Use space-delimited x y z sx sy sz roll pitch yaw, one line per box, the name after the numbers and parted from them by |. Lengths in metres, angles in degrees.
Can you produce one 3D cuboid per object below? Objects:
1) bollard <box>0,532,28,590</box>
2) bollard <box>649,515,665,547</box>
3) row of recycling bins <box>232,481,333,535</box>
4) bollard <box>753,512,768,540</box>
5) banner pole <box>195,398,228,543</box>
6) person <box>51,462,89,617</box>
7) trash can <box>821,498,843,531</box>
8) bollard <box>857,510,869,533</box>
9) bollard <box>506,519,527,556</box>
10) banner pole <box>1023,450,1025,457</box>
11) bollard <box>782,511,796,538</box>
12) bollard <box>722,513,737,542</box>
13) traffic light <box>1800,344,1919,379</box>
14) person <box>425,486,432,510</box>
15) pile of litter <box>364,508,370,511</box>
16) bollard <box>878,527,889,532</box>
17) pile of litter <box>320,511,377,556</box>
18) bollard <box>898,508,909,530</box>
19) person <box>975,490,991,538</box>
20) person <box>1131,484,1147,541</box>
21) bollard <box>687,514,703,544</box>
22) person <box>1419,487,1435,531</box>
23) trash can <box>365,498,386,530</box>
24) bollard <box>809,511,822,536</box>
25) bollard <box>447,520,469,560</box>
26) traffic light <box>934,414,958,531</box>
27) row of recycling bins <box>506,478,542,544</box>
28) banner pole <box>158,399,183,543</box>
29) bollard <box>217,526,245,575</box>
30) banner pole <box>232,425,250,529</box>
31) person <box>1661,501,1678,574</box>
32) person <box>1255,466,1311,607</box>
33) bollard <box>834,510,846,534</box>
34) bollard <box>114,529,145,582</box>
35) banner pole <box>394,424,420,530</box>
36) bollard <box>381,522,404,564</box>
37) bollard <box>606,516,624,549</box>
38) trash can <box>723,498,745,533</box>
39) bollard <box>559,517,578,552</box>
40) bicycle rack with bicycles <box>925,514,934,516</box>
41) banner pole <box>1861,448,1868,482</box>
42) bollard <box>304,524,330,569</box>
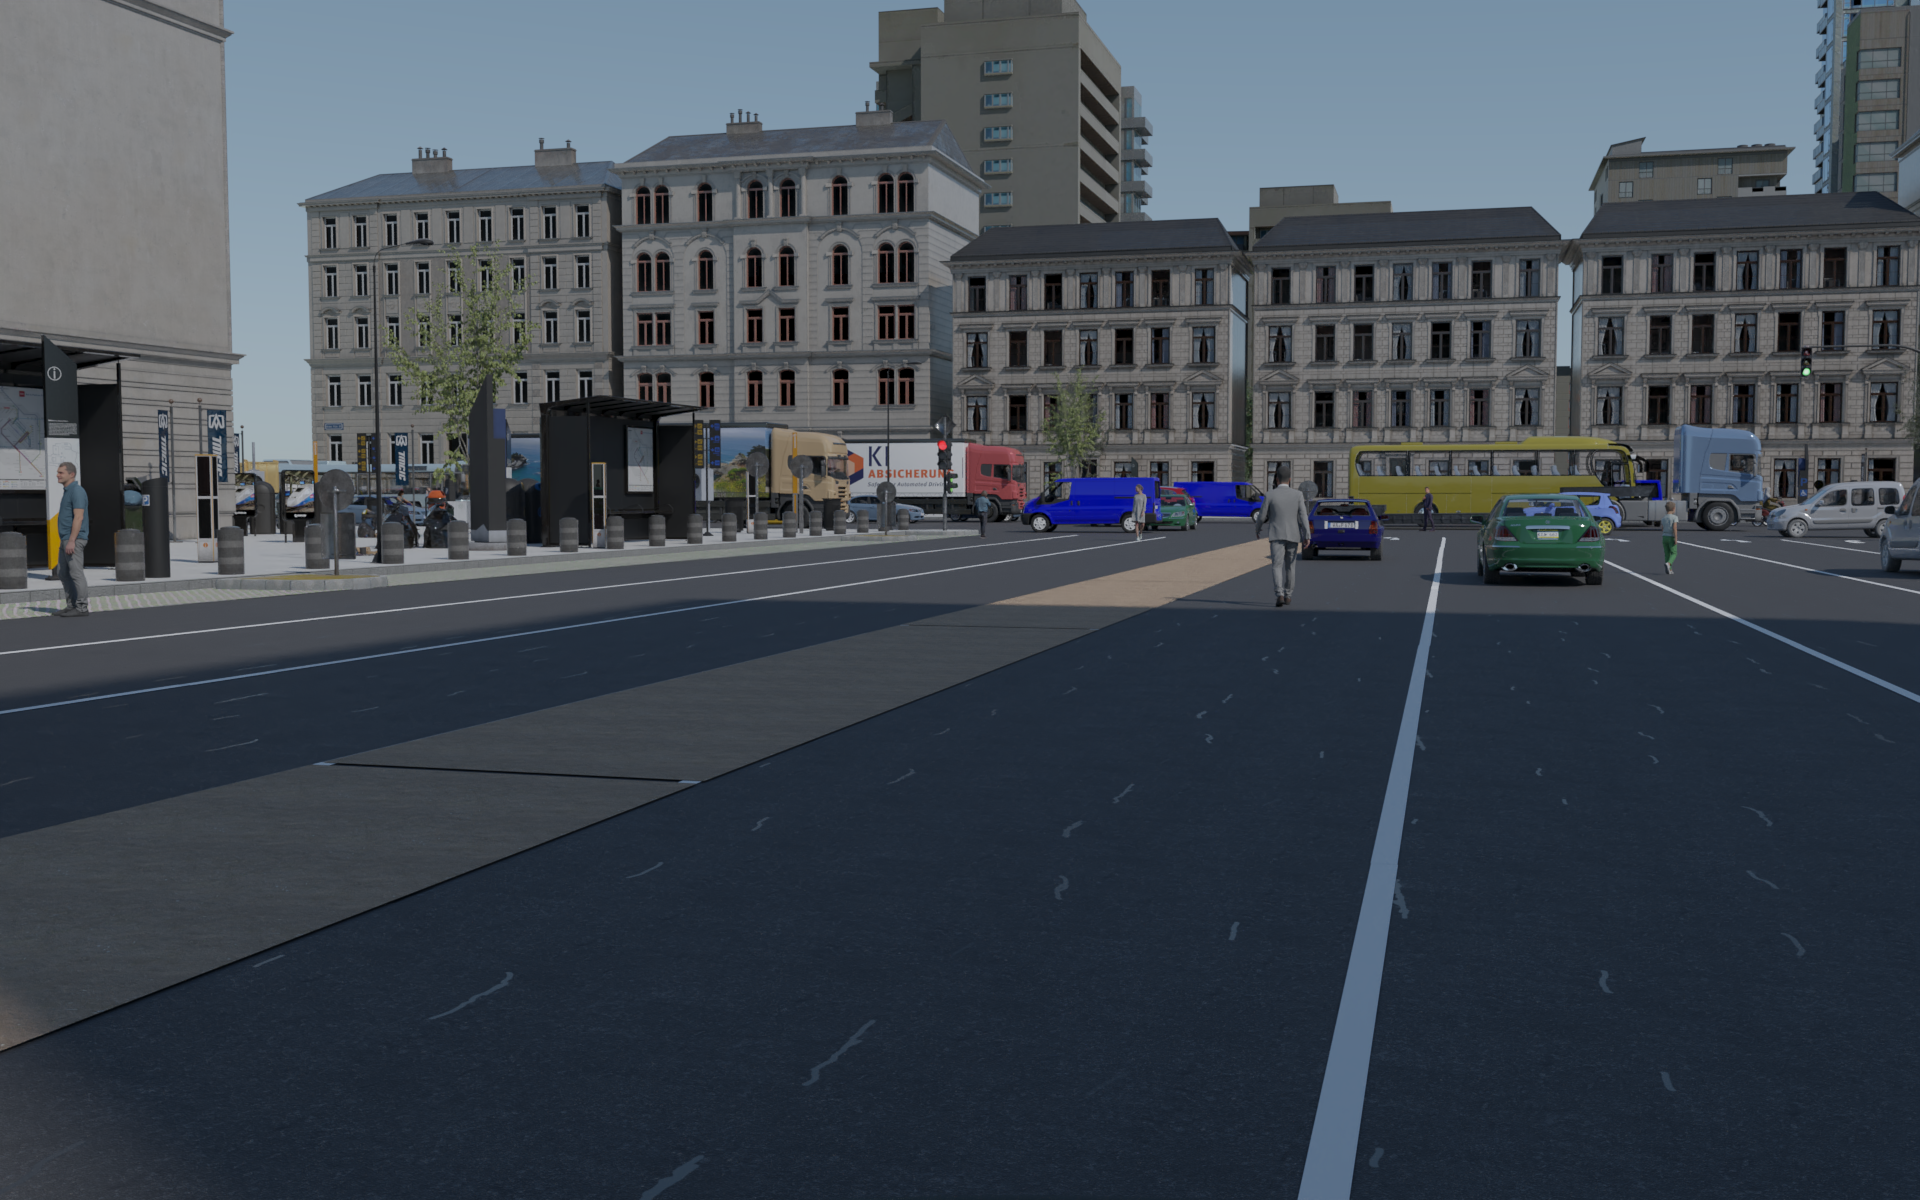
-12.839 -0.532 23.409 0.404 0.777 0.398 0 3 0 | bollard
-7.427 -1.696 42.452 0.404 0.777 0.398 0 3 0 | bollard
-21.829 -2.957 55.462 3.534 1.692 1.069 -1 4 -23 | row of recycling bins
-5.620 -2.086 48.821 0.404 0.777 0.398 0 3 0 | bollard
-19.532 -3.374 45.178 0.863 3.779 0.401 -1 4 -23 | banner pole
-10.425 -0.711 20.260 0.434 1.807 0.598 -2 4 -24 | person
-4.467 -2.987 60.493 0.748 1.137 0.748 0 3 0 | trash can
-3.219 -2.603 57.276 0.404 0.777 0.398 0 3 0 | bollard
-9.237 -1.307 36.083 0.404 0.777 0.398 0 3 0 | bollard
3.482 -6.691 99.411 0.863 3.779 0.401 3 5 43 | banner pole
-5.020 -2.215 50.930 0.404 0.777 0.398 0 3 0 | bollard
-6.224 -1.955 46.685 0.404 0.777 0.398 0 3 0 | bollard
27.964 -4.760 52.493 4.771 5.953 1.251 1 4 16 | traffic light
-24.355 -4.357 80.001 0.793 1.790 0.793 -1 4 -22 | person
-17.232 -2.282 51.272 1.176 0.858 1.719 1 4 9 | pile of litter
-2.619 -2.732 59.392 0.404 0.777 0.398 0 3 0 | bollard
-12.945 -1.371 36.385 1.176 0.858 1.719 -3 5 -42 | pile of litter
-2.018 -2.862 61.506 0.404 0.777 0.398 0 3 0 | bollard
0.741 -2.768 55.974 0.429 1.552 0.499 -2 4 -28 | person
5.485 -2.688 53.192 0.466 1.731 0.760 0 4 1 | person
-6.825 -1.826 44.576 0.404 0.777 0.398 0 3 0 | bollard
17.960 -3.494 66.539 0.530 1.710 0.541 0 4 -4 | person
-20.879 -3.073 61.895 0.748 1.137 0.748 0 3 0 | trash can
-4.421 -2.344 53.040 0.404 0.777 0.398 0 3 0 | bollard
-9.838 -1.177 33.961 0.404 0.777 0.398 0 3 0 | bollard
-0.513 -4.389 60.677 0.839 4.253 0.868 1 4 16 | traffic light
-10.998 -2.344 45.433 1.069 1.692 3.534 2 4 26 | row of recycling bins
-20.805 -3.393 45.495 0.401 3.779 0.863 0 4 7 | banner pole
-11.635 -0.790 27.633 0.404 0.777 0.398 0 3 0 | bollard
-26.104 -4.446 62.716 0.401 3.779 0.863 1 4 15 | banner pole
12.632 -1.107 30.850 0.306 1.304 0.590 3 4 36 | person
4.141 -0.823 22.222 0.678 1.792 0.850 0 4 5 | person
-3.824 -2.473 55.152 0.404 0.777 0.398 0 3 0 | bollard
-12.235 -0.661 25.524 0.404 0.777 0.398 0 3 0 | bollard
-19.783 -4.399 61.935 0.863 3.779 0.401 -2 4 -31 | banner pole
-10.436 -1.048 31.851 0.404 0.777 0.398 0 3 0 | bollard
-8.030 -1.567 40.333 0.404 0.777 0.398 0 3 0 | bollard
-7.523 -2.817 57.704 0.748 1.137 0.748 0 3 0 | trash can
-8.630 -1.437 38.212 0.404 0.777 0.398 0 3 0 | bollard
-2.992 -5.512 103.497 2.852 0.926 2.925 2 4 35 | bicycle rack with bicycles
48.968 -6.351 93.862 0.401 3.779 0.863 0 4 6 | banner pole
-11.038 -0.919 29.743 0.404 0.777 0.398 0 3 0 | bollard
